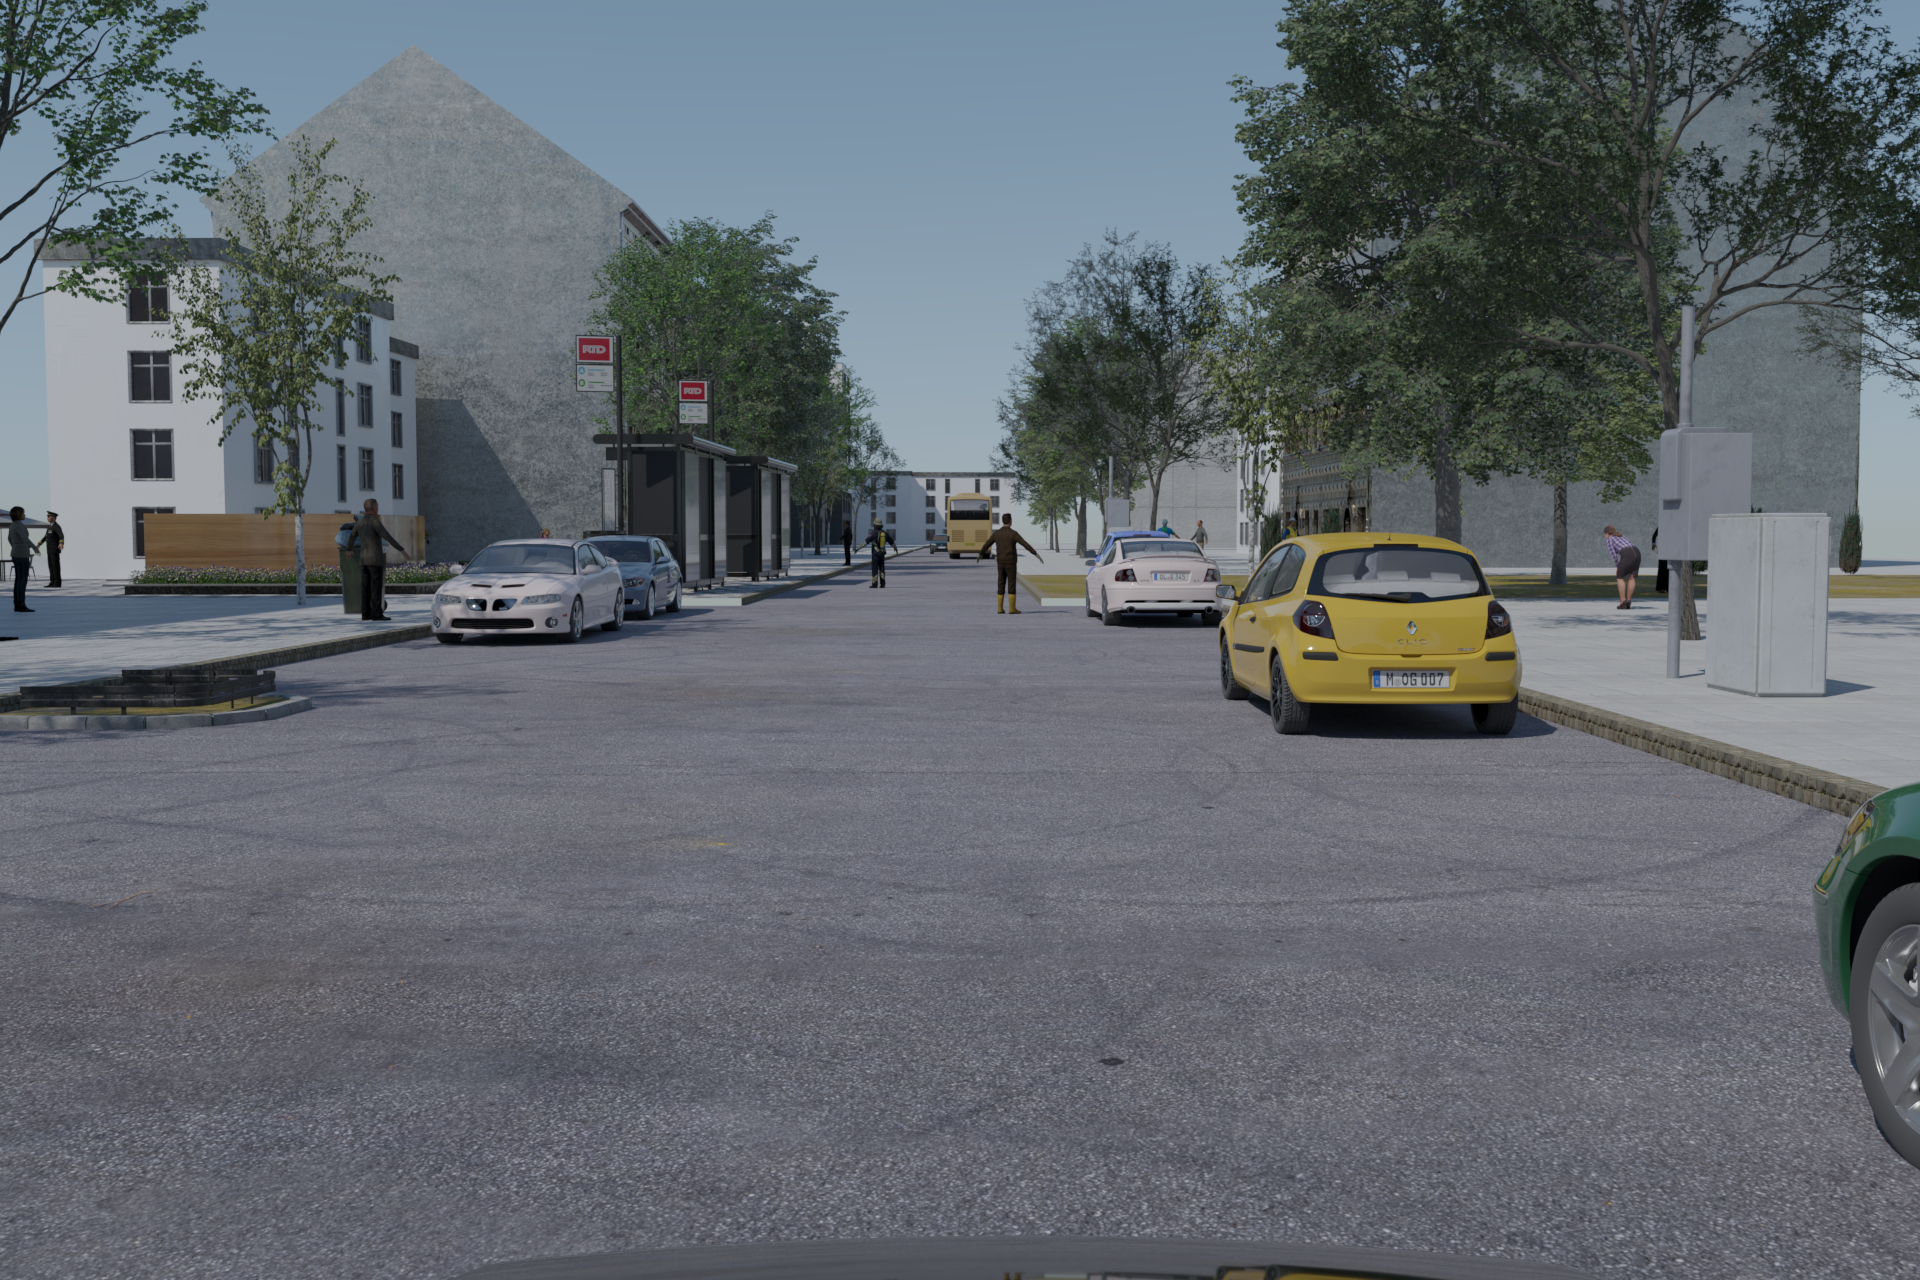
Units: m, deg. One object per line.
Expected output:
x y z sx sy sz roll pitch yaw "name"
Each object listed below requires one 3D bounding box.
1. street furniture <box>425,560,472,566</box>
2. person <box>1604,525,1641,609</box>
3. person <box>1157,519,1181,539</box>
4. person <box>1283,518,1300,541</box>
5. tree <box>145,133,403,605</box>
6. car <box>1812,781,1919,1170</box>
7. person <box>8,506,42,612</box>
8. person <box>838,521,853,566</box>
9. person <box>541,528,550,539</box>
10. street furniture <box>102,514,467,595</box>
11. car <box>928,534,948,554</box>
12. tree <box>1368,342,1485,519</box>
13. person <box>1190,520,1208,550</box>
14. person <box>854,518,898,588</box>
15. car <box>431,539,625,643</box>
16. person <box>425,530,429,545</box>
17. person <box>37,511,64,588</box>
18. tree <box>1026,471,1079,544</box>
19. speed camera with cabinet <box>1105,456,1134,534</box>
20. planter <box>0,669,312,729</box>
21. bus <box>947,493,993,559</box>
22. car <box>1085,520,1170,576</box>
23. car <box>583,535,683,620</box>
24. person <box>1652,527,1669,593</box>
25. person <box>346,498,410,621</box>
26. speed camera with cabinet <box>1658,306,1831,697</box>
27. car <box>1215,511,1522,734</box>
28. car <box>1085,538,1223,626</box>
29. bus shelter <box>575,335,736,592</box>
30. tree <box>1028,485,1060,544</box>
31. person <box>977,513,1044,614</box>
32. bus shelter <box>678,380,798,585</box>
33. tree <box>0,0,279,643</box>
-14.724 -2.160 50.948 5.734 0.657 10.072 -3 5 -45 "street furniture"
11.253 -1.238 29.512 0.421 1.427 0.697 -2 4 -27 "person"
7.296 -3.399 61.700 1.347 1.817 0.704 1 4 8 "person"
11.145 -3.184 58.020 1.349 1.833 0.705 -3 5 -45 "person"
-12.165 -4.936 31.067 4.737 8.622 4.395 0 3 0 "tree"
3.054 0.573 2.429 2.131 1.459 4.920 0 4 0 "car"
-15.403 -1.332 28.540 1.215 1.744 0.721 3 5 45 "person"
-4.602 -3.920 70.323 0.704 1.802 1.346 1 4 18 "person"
-10.547 -2.152 44.457 0.599 1.433 0.991 1 4 23 "person"
-14.366 -1.955 38.816 11.010 1.723 9.812 0 4 -3 "street furniture"
-1.285 -7.017 124.511 2.009 1.686 4.222 0 4 0 "car"
14.490 -6.199 51.714 4.737 8.622 4.395 0 3 0 "tree"
8.778 -3.501 63.517 0.705 1.796 1.348 -1 4 -21 "person"
-2.176 -2.300 45.842 1.354 1.856 0.705 -2 4 -35 "person"
-5.958 -0.732 24.334 2.083 1.381 4.827 0 4 0 "car"
-19.519 -3.462 62.367 1.354 1.858 0.705 2 4 34 "person"
-21.669 -2.166 41.344 1.347 1.837 0.705 3 4 39 "person"
12.578 -19.143 231.111 7.486 12.596 7.792 0 3 0 "tree"
4.025 -3.009 43.530 0.660 3.252 2.038 0 4 1 "speed camera with cabinet"
-6.310 0.454 13.714 1.991 0.319 1.994 0 4 0 "planter"
0.580 -6.787 102.517 2.896 3.916 12.252 0 4 0 "bus"
3.454 -1.505 34.192 1.945 1.707 3.694 0 4 0 "car"
-6.007 -1.130 30.471 2.014 1.417 4.499 0 4 0 "car"
15.355 -1.887 37.571 1.216 1.740 0.721 -3 4 -36 "person"
-8.699 -1.193 25.691 1.348 1.807 0.705 2 4 32 "person"
6.525 -1.232 14.483 0.660 3.252 2.038 0 3 0 "speed camera with cabinet"
3.118 -0.220 13.818 2.015 1.641 3.980 0 4 0 "car"
3.137 -0.984 28.455 2.083 1.381 4.827 0 4 -1 "car"
-6.603 -3.672 37.663 2.179 5.291 8.768 0 4 1 "bus shelter"
10.995 -16.794 224.947 4.737 8.622 4.395 0 3 0 "tree"
0.858 -1.375 31.076 1.346 1.812 0.704 2 4 29 "person"
-6.137 -4.293 47.819 2.179 5.291 8.768 0 4 2 "bus shelter"
-12.003 -5.791 20.445 9.928 11.665 9.643 0 3 0 "tree"
